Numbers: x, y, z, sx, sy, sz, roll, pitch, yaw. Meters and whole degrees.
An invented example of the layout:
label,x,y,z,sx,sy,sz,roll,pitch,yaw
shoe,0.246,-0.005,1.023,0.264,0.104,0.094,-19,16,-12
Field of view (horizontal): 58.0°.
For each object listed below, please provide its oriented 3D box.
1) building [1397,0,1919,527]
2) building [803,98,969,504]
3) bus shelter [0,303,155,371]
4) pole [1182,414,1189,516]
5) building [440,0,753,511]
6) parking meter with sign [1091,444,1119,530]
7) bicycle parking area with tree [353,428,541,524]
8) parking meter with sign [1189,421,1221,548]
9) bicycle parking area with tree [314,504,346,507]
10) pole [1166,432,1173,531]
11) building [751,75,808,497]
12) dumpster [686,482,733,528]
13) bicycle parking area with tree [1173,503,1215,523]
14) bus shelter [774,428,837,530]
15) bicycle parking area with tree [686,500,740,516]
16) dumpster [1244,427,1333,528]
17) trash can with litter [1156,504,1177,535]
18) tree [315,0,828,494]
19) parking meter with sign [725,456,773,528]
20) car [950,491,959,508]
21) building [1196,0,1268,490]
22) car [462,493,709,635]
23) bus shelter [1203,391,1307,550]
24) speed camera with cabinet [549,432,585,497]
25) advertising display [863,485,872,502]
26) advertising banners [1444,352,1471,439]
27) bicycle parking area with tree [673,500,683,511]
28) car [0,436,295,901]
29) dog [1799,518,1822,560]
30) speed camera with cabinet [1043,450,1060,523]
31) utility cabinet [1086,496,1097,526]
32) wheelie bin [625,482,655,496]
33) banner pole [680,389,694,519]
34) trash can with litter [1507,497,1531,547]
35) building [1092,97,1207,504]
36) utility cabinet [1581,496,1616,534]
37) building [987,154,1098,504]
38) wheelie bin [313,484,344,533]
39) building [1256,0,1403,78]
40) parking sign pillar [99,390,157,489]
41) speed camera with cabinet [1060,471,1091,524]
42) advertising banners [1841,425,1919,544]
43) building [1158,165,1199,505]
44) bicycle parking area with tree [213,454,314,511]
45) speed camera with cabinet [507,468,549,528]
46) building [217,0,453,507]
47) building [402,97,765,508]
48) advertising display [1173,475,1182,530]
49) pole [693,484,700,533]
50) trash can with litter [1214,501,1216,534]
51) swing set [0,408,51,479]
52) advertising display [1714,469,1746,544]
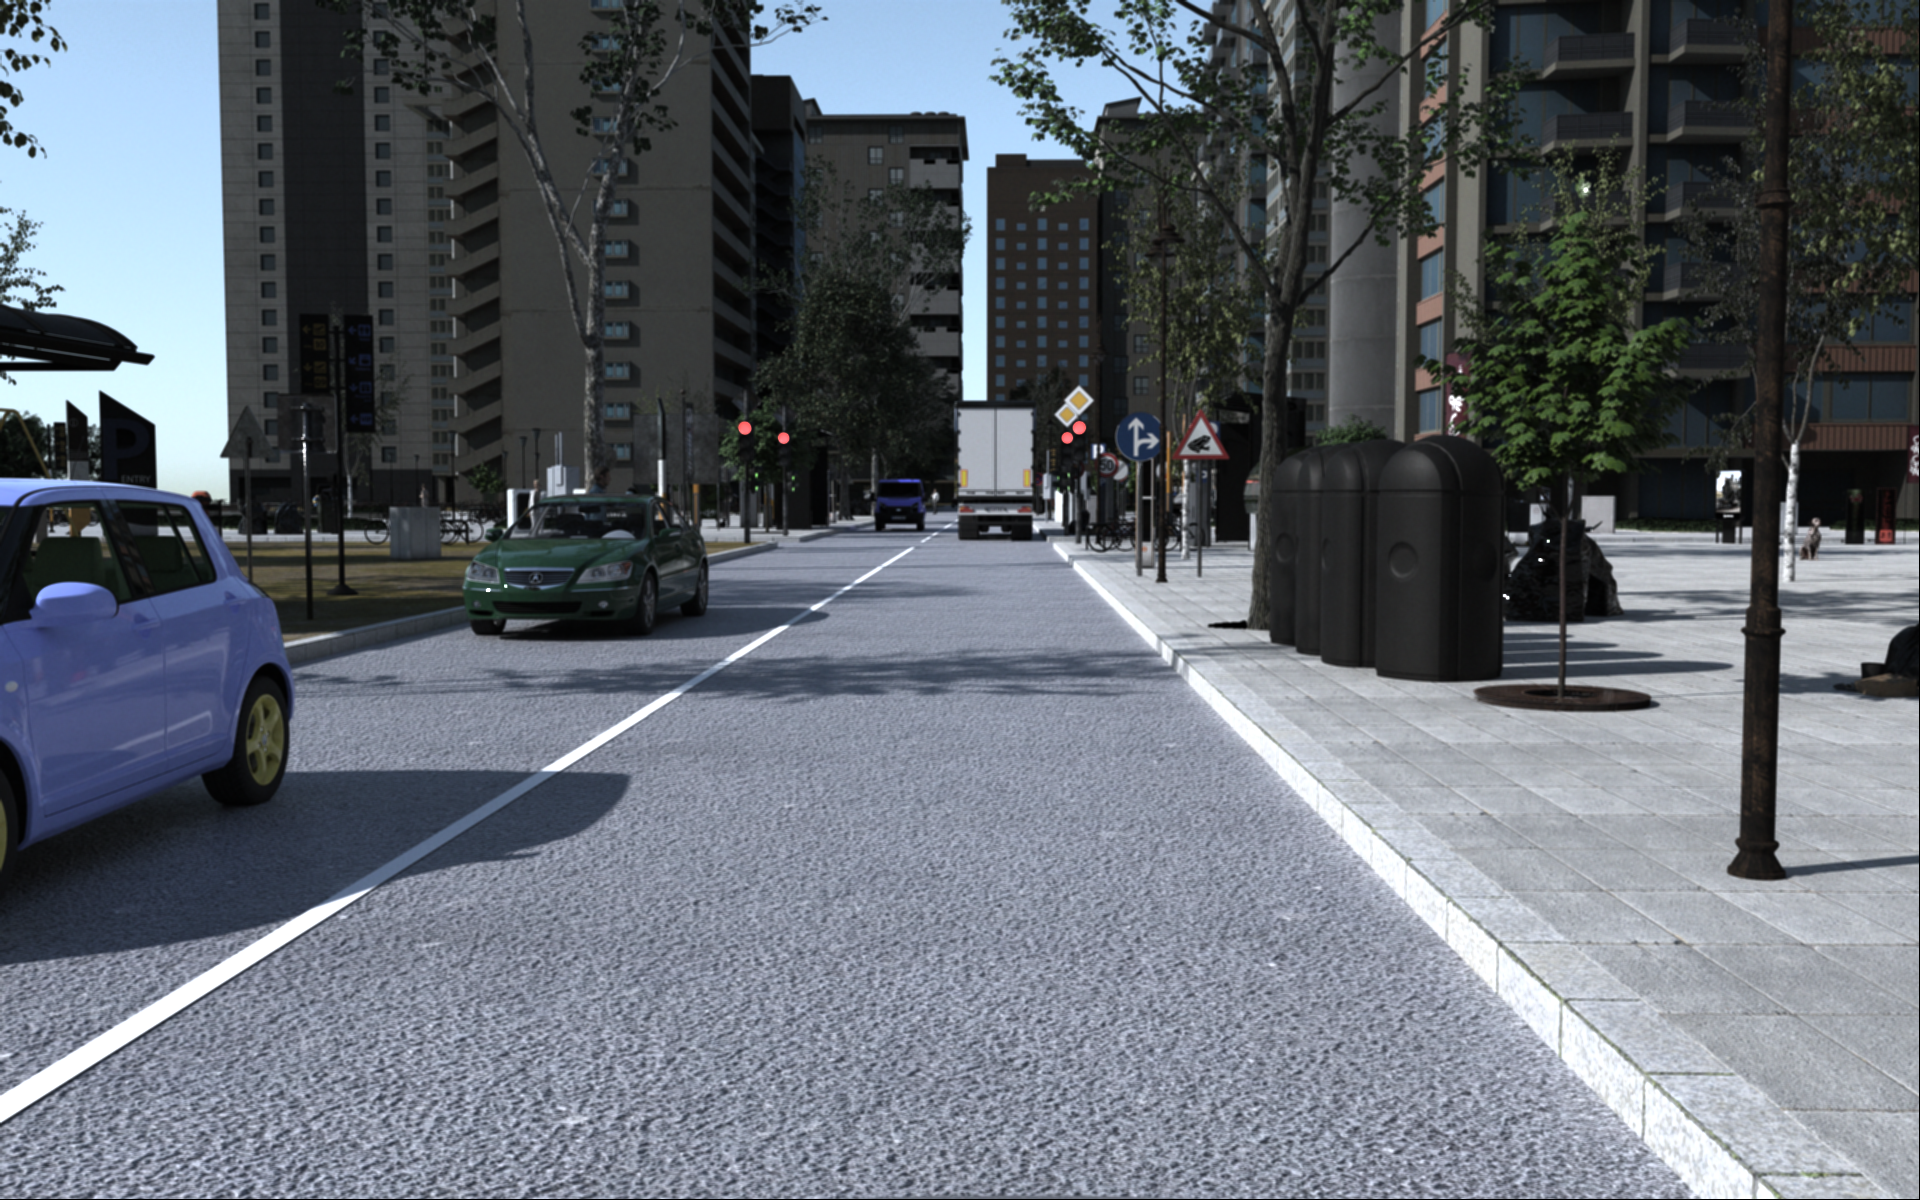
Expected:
label,x,y,z,sx,sy,sz,roll,pitch,yaw
building,32.843,-25.719,75.131,28.867,44.769,22.147,0,4,1
building,-10.604,-39.745,239.071,27.495,52.752,28.713,0,4,1
bus shelter,-10.282,-1.420,17.145,2.014,3.302,5.546,0,4,1
pole,5.784,-3.084,44.274,0.158,3.312,0.155,0,3,0
building,-28.851,-31.523,139.109,21.300,48.544,21.600,0,4,1
parking meter with sign,5.117,-3.938,60.646,0.543,3.016,1.738,2,4,23
bicycle parking area with tree,-20.870,-5.511,77.102,8.231,4.147,9.016,3,5,44
parking meter with sign,5.883,-2.811,42.222,0.543,3.016,1.738,0,4,-4
bicycle parking area with tree,-39.890,-8.429,124.813,9.016,4.147,8.231,1,4,15
pole,6.860,-3.841,56.650,0.158,3.312,0.155,0,3,0
building,-24.004,-32.586,182.891,14.200,45.320,14.600,0,4,1
dumpster,-9.574,-3.891,66.104,1.502,2.255,1.985,0,4,1
bicycle parking area with tree,13.074,-5.425,75.700,9.016,4.147,8.231,1,4,14
bus shelter,-5.752,-4.509,64.997,1.731,3.624,6.357,0,4,1
bicycle parking area with tree,-16.822,-7.326,106.781,9.016,4.147,8.231,1,4,10
dumpster,5.152,-1.442,26.065,1.502,2.255,1.985,0,4,2
trash can with litter,6.115,-2.555,53.161,1.055,1.170,0.624,0,4,-7
tree,-7.705,-10.815,32.708,12.611,20.169,13.585,0,3,0
parking meter with sign,-7.946,-4.225,65.344,1.738,3.016,0.543,0,4,-2
car,0.131,-10.626,182.402,2.281,1.827,5.304,0,3,0
building,32.585,-32.410,149.509,23.786,49.044,30.456,0,4,1
car,-3.988,-0.447,19.104,2.131,1.459,4.920,0,4,3
bus shelter,7.178,-3.137,42.579,1.731,3.624,6.357,0,4,1
speed camera with cabinet,-12.115,-3.718,55.127,2.038,3.252,0.660,3,5,43
advertising display,-6.639,-7.459,127.166,0.974,1.923,0.123,0,4,-4
advertising banners,5.835,-1.579,22.009,0.090,3.025,2.074,-1,4,-20
bicycle parking area with tree,-20.394,-6.233,88.919,9.016,4.147,8.231,3,5,45
car,-4.049,0.174,6.740,1.945,1.707,3.694,0,4,0
dog,16.680,-1.189,33.818,0.513,0.831,0.800,3,5,44
speed camera with cabinet,4.452,-5.082,77.426,0.660,3.252,2.038,-2,4,-27
utility cabinet,5.581,-3.562,69.401,1.020,1.237,0.306,0,4,-2
wheelie bin,-8.429,-2.306,45.610,0.693,1.594,0.980,2,4,26
banner pole,-6.558,-3.160,41.684,0.401,3.779,0.863,1,4,13
trash can with litter,13.278,-1.922,42.477,2.233,1.210,1.678,0,4,7
building,31.776,-39.697,238.282,27.495,52.752,28.713,0,4,1
utility cabinet,20.767,-2.763,56.333,1.020,1.237,0.306,2,4,31
building,10.748,-35.527,230.979,14.200,45.320,14.600,0,4,1
wheelie bin,-20.814,-3.013,57.168,0.980,1.594,0.693,-2,4,-33
building,33.530,-25.867,114.812,32.217,40.220,23.993,0,4,1
parking sign pillar,-21.623,-3.461,45.061,1.447,3.967,1.447,-2,4,-24
speed camera with cabinet,4.441,-4.342,65.335,0.660,3.252,2.038,1,4,17
advertising banners,23.525,-2.925,44.015,2.074,3.025,0.090,0,4,3
building,37.157,-29.662,176.854,32.217,40.220,23.993,0,4,1
bicycle parking area with tree,-48.978,-8.350,123.528,9.016,4.147,8.231,3,5,39
speed camera with cabinet,-13.832,-3.834,57.025,2.038,3.252,0.660,-2,4,-34
building,-62.336,-45.400,180.538,20.611,71.187,20.563,0,4,1
building,-32.154,-28.766,162.200,32.217,40.220,23.993,0,4,1
advertising display,7.784,-3.337,59.781,0.974,1.923,0.123,1,4,11
pole,-7.928,-3.562,52.086,0.158,3.312,0.155,0,3,0
trash can with litter,8.517,-2.725,55.944,0.624,1.170,1.055,1,4,13
swing set,-17.513,-2.007,30.434,2.862,2.851,3.119,0,4,2
advertising display,19.990,-2.433,44.986,0.123,1.923,0.974,-1,4,-17
